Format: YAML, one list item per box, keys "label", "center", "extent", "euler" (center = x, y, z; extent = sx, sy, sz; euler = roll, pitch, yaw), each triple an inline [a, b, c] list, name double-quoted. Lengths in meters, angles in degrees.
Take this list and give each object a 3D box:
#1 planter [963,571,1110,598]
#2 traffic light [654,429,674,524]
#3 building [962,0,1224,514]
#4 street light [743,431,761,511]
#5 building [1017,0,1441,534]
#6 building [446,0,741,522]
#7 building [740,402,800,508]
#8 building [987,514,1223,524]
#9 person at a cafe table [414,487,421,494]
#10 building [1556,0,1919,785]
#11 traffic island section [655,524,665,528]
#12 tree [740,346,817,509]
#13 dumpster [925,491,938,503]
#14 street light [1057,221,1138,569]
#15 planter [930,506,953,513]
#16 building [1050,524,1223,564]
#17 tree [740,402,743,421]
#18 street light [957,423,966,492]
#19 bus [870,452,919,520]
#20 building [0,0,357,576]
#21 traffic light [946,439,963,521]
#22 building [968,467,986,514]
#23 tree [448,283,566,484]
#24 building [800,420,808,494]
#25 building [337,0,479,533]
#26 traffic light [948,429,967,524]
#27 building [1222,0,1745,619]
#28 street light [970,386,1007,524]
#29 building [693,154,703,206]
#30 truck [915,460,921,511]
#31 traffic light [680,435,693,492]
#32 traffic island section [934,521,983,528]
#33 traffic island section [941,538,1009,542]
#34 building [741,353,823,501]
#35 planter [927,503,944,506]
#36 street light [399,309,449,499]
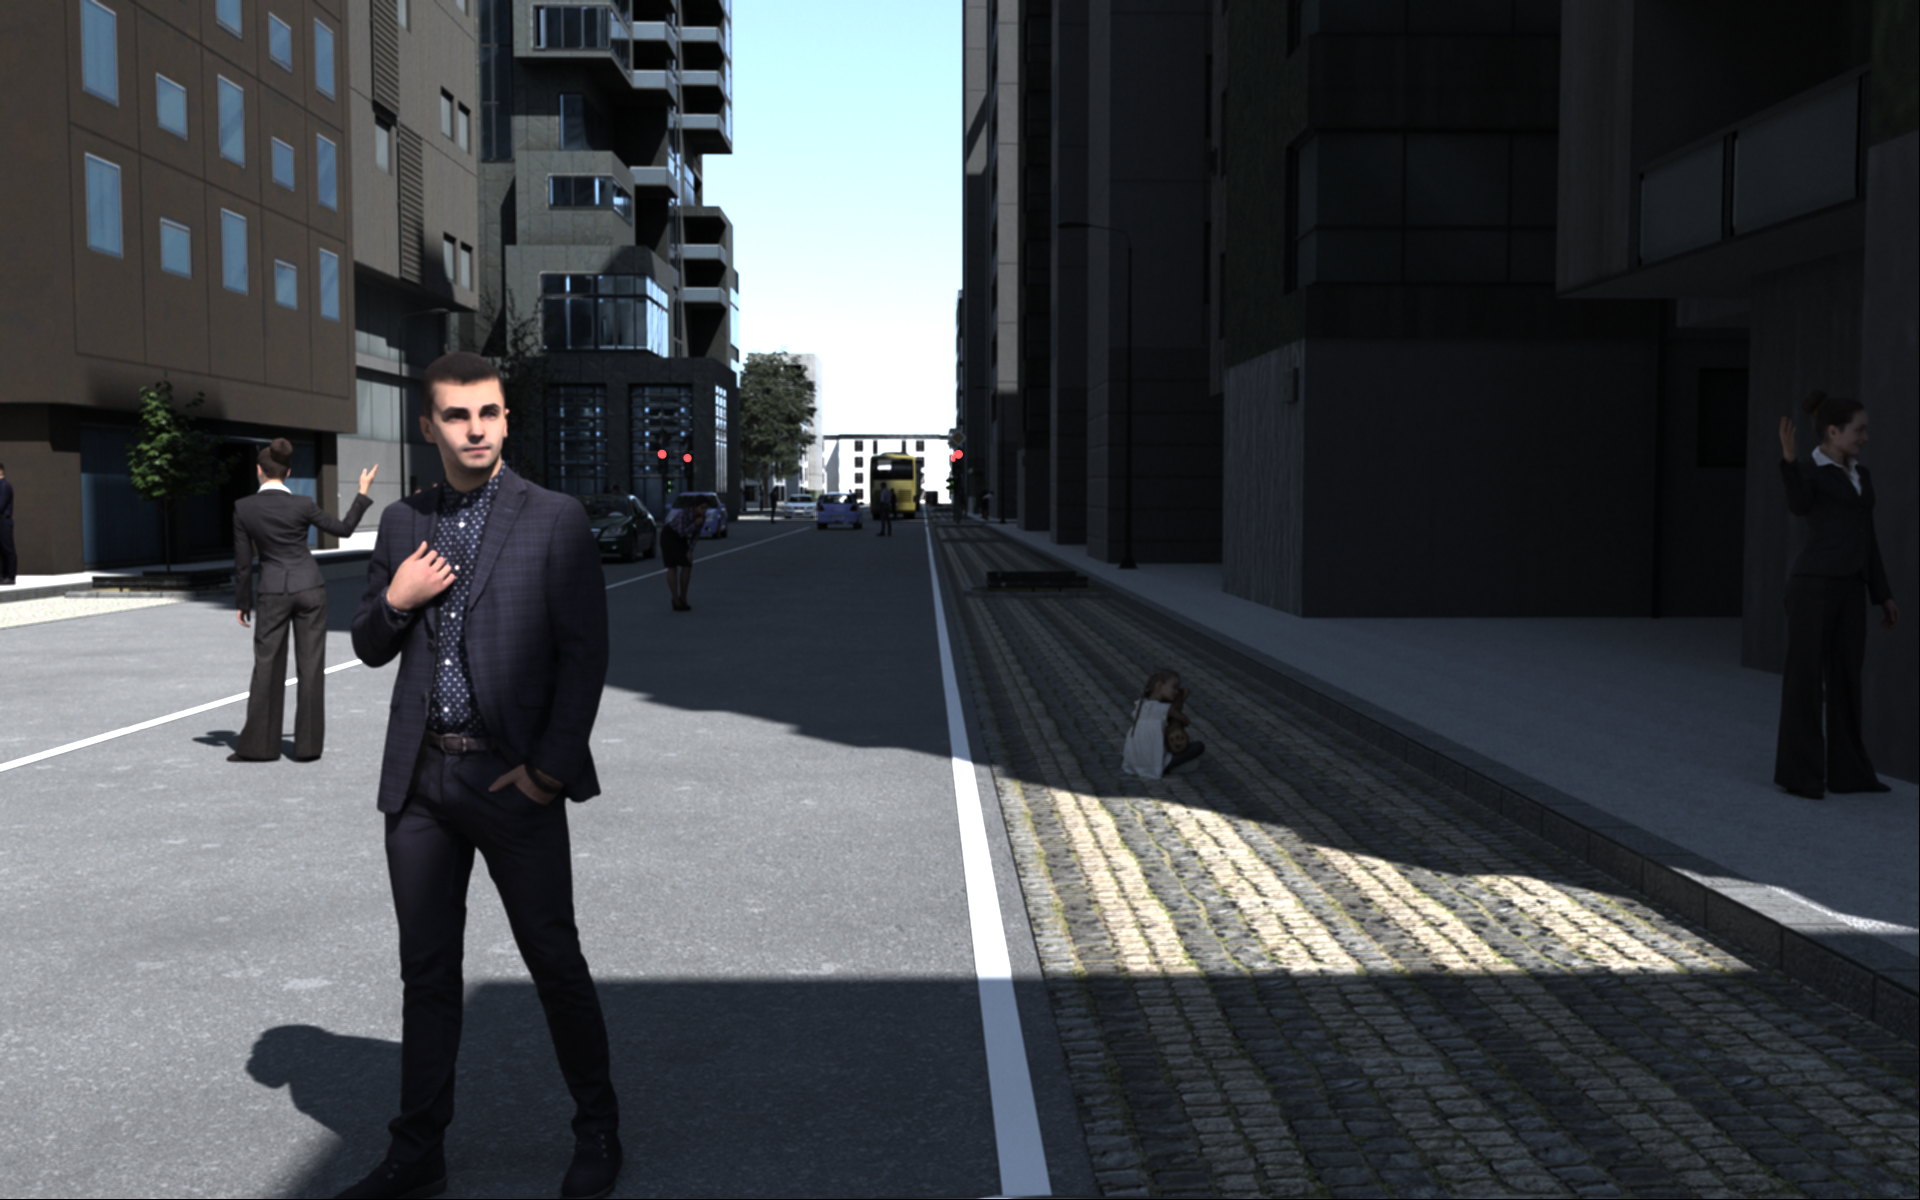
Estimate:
- label: "planter"
  center: [1.040, -0.212, 24.603]
  extent: [1.991, 0.319, 1.994]
  euler: [0, 4, -1]
- label: "traffic light"
  center: [-12.670, -5.209, 74.088]
  extent: [0.839, 4.253, 0.868]
  euler: [0, 4, -1]
- label: "building"
  center: [10.659, -36.693, 141.937]
  extent: [21.231, 58.520, 28.212]
  euler: [0, 4, -1]
- label: "street light"
  center: [-15.331, -9.495, 127.783]
  extent: [1.470, 5.913, 1.316]
  euler: [0, 4, -1]
- label: "building"
  center: [9.116, -18.016, 66.261]
  extent: [14.160, 30.474, 14.107]
  euler: [0, 4, -1]
- label: "building"
  center: [-23.104, -47.819, 94.511]
  extent: [22.319, 86.520, 31.000]
  euler: [0, 4, -1]
- label: "building"
  center: [-21.715, -14.034, 171.600]
  extent: [9.099, 9.664, 28.070]
  euler: [0, 4, -1]
- label: "building"
  center: [15.818, -33.632, 91.880]
  extent: [28.212, 58.520, 21.231]
  euler: [0, 4, -1]
- label: "person at a cafe table"
  center: [-17.051, -2.871, 55.461]
  extent: [1.622, 1.524, 1.698]
  euler: [0, 4, 4]
- label: "building"
  center: [11.188, -19.890, 8.790]
  extent: [14.154, 41.232, 14.086]
  euler: [0, 4, -1]
- label: "traffic island section"
  center: [-12.710, -3.177, 74.222]
  extent: [2.009, 0.180, 2.903]
  euler: [0, 4, -1]
- label: "tree"
  center: [-16.807, -14.757, 147.934]
  extent: [9.857, 13.997, 8.962]
  euler: [0, 3, 0]
- label: "dumpster"
  center: [-3.727, -13.391, 227.157]
  extent: [1.865, 1.857, 1.264]
  euler: [0, 4, -2]
- label: "street light"
  center: [2.352, -3.492, 29.630]
  extent: [1.470, 5.913, 1.316]
  euler: [0, 4, -1]
- label: "planter"
  center: [-1.368, -6.909, 134.094]
  extent: [1.991, 0.319, 1.994]
  euler: [0, 4, -1]
- label: "building"
  center: [12.901, -30.726, 44.362]
  extent: [21.231, 58.520, 28.212]
  euler: [0, 4, -1]
- label: "tree"
  center: [-16.397, -10.133, 116.038]
  extent: [4.737, 8.622, 4.395]
  euler: [0, 3, 0]
- label: "street light"
  center: [0.508, -8.559, 112.479]
  extent: [1.470, 5.913, 1.316]
  euler: [0, 4, -1]
- label: "bus"
  center: [-3.805, -6.652, 100.312]
  extent: [2.896, 3.916, 12.252]
  euler: [0, 4, -1]
- label: "building"
  center: [-20.968, -23.383, 32.429]
  extent: [14.600, 45.320, 14.200]
  euler: [0, 4, -1]
- label: "traffic light"
  center: [-0.267, -5.715, 82.362]
  extent: [0.839, 4.253, 0.868]
  euler: [0, 4, -1]
- label: "building"
  center: [16.806, -25.954, 116.236]
  extent: [32.217, 40.220, 23.993]
  euler: [0, 4, -1]
- label: "tree"
  center: [-15.449, -6.693, 59.788]
  extent: [4.360, 8.622, 3.978]
  euler: [0, 3, 0]
- label: "building"
  center: [-22.011, -15.751, 199.680]
  extent: [9.099, 9.664, 28.070]
  euler: [0, 4, -1]
- label: "building"
  center: [-32.170, -28.523, 55.592]
  extent: [27.495, 52.752, 28.713]
  euler: [0, 4, -1]
- label: "traffic light"
  center: [-0.092, -5.227, 74.379]
  extent: [0.839, 4.253, 0.868]
  euler: [0, 4, -1]
- label: "building"
  center: [10.407, -15.432, 24.014]
  extent: [14.160, 30.474, 14.107]
  euler: [0, 4, -1]
- label: "street light"
  center: [1.308, -6.230, 74.396]
  extent: [1.470, 5.913, 1.316]
  euler: [0, 4, -1]
- label: "building"
  center: [-27.766, -42.225, 128.627]
  extent: [20.563, 71.187, 20.611]
  euler: [0, 4, -1]
- label: "truck"
  center: [-4.689, -9.787, 148.938]
  extent: [2.839, 4.237, 11.283]
  euler: [0, 4, -3]
- label: "traffic light"
  center: [-12.845, -5.697, 82.072]
  extent: [0.839, 4.253, 0.868]
  euler: [0, 4, -1]
- label: "traffic island section"
  center: [-0.051, -3.193, 74.494]
  extent: [2.009, 0.180, 2.903]
  euler: [0, 4, -1]
- label: "traffic island section"
  center: [0.438, -1.782, 52.005]
  extent: [1.991, 0.108, 1.994]
  euler: [0, 4, -1]
- label: "building"
  center: [-33.991, -21.904, 224.585]
  extent: [31.486, 18.905, 16.747]
  euler: [0, 4, -1]
- label: "planter"
  center: [-2.456, -9.977, 184.267]
  extent: [1.991, 0.319, 1.994]
  euler: [0, 4, -1]
- label: "street light"
  center: [-13.503, -4.344, 43.573]
  extent: [1.470, 5.913, 1.316]
  euler: [0, 4, -1]
